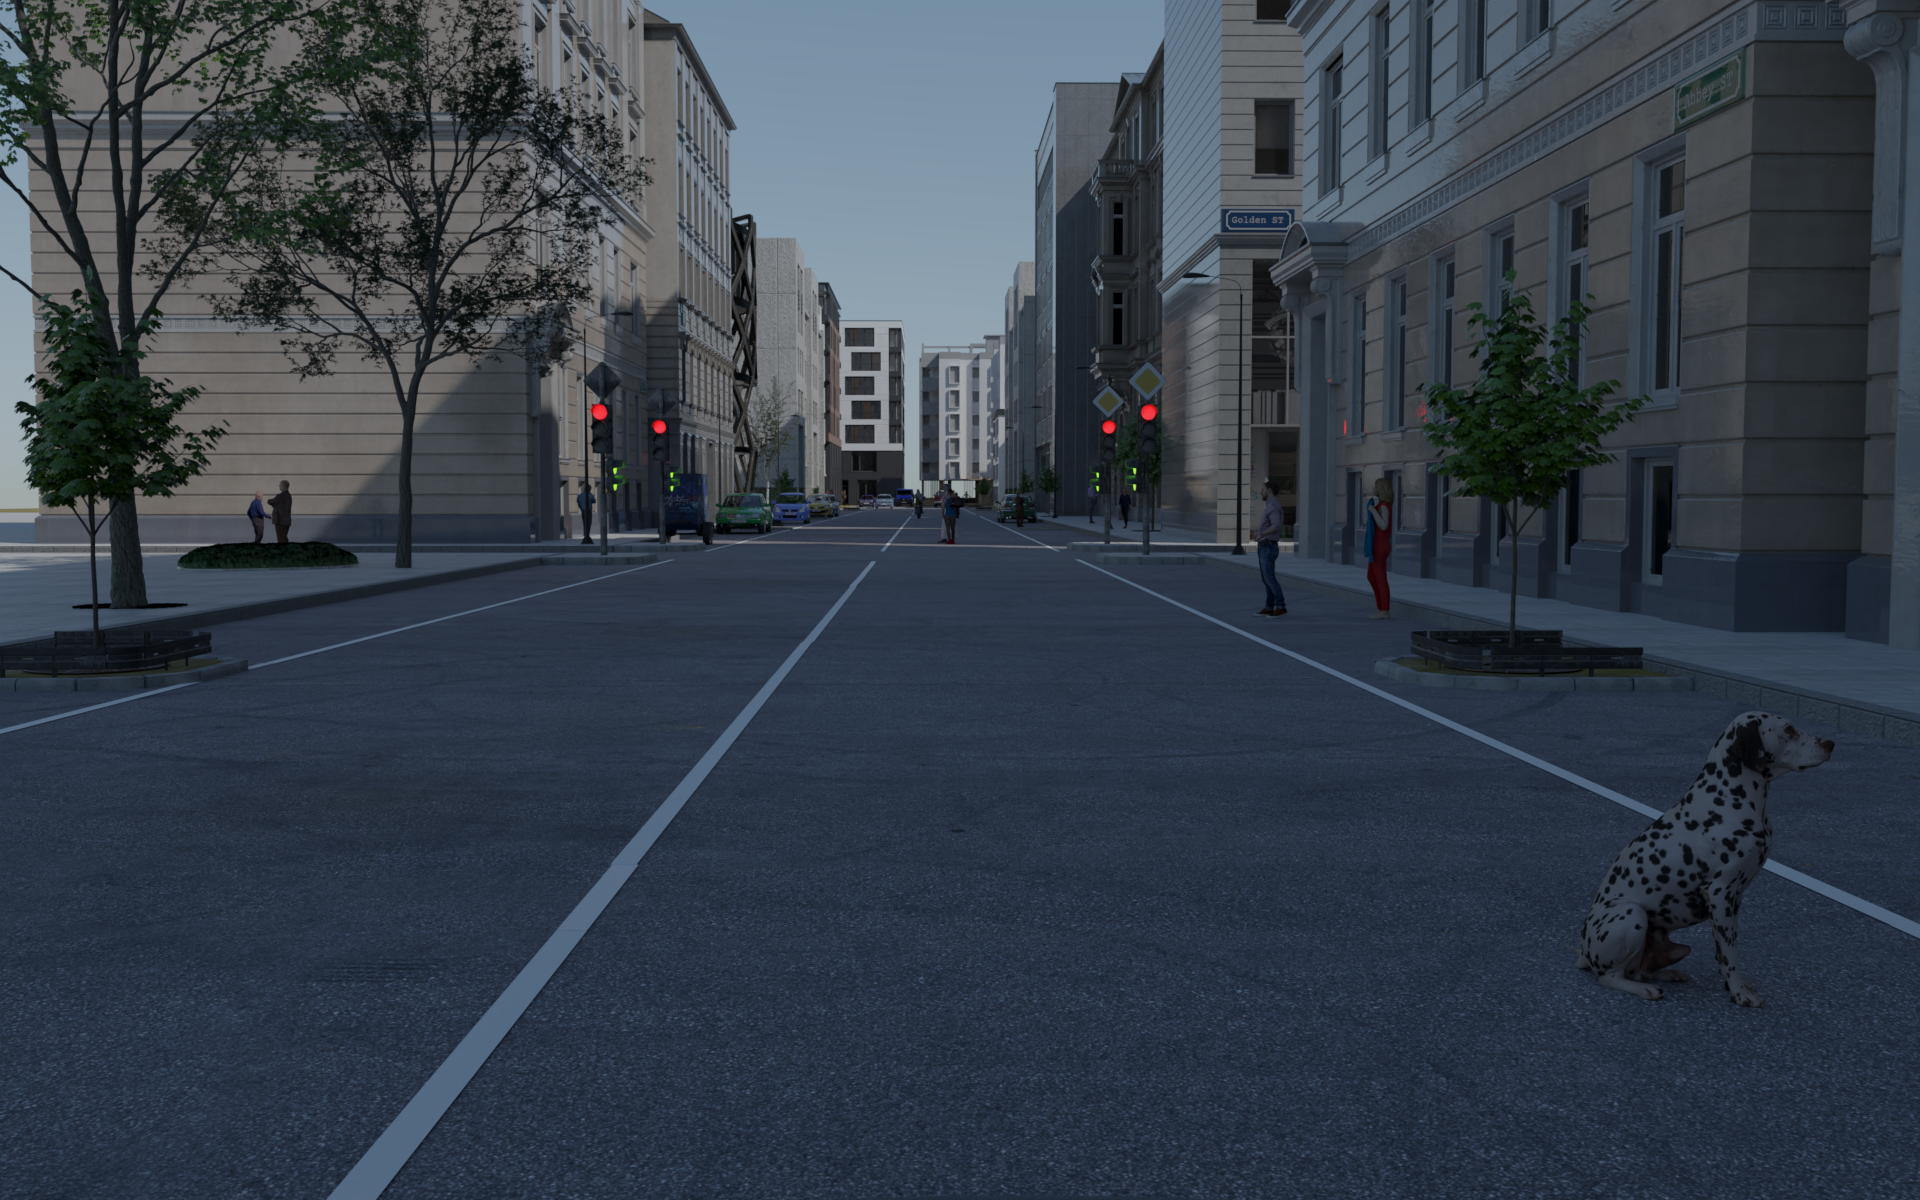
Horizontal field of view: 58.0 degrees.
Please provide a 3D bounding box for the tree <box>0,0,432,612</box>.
[{"bbox_3d":[-9.480,-5.719,19.262,9.928,11.665,9.643,0,3,0],"label":"tree"}]

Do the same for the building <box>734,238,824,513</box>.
[{"bbox_3d":[-19.975,-16.449,135.393,16.747,18.905,31.486,0,4,-1],"label":"building"}]

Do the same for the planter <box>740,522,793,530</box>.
[{"bbox_3d":[-7.757,-2.963,69.582,1.991,0.319,1.994,0,4,-1],"label":"planter"}]

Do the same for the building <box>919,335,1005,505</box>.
[{"bbox_3d":[0.713,-21.741,211.891,11.380,20.091,16.016,0,4,-1],"label":"building"}]

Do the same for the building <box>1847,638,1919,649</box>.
[{"bbox_3d":[14.263,-13.397,4.942,13.634,28.700,20.117,0,4,-1],"label":"building"}]

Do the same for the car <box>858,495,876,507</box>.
[{"bbox_3d":[-10.050,-10.749,188.321,1.945,1.354,3.894,0,4,1],"label":"car"}]

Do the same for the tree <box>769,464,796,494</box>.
[{"bbox_3d":[-11.293,-7.192,112.183,1.663,3.219,1.824,0,3,0],"label":"tree"}]

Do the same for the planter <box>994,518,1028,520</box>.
[{"bbox_3d":[2.881,-4.587,96.129,1.991,0.319,1.994,0,4,-1],"label":"planter"}]

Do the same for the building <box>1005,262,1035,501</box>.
[{"bbox_3d":[12.680,-16.762,140.519,16.747,18.905,31.486,0,4,-1],"label":"building"}]

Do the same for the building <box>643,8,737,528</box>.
[{"bbox_3d":[-15.233,-13.688,72.956,9.793,20.994,18.267,0,4,-1],"label":"building"}]

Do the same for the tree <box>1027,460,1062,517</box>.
[{"bbox_3d":[4.916,-6.328,98.060,1.663,3.219,1.824,0,3,0],"label":"tree"}]

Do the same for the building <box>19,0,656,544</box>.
[{"bbox_3d":[-17.494,-16.368,53.521,13.634,28.700,20.117,0,4,-1],"label":"building"}]

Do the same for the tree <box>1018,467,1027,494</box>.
[{"bbox_3d":[4.556,-7.837,122.731,1.663,3.219,1.824,0,3,0],"label":"tree"}]

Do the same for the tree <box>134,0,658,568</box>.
[{"bbox_3d":[-9.589,-5.812,29.433,8.767,10.594,7.601,-1,4,-17],"label":"tree"}]

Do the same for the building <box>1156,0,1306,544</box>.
[{"bbox_3d":[21.286,-16.643,49.599,29.804,29.767,11.434,0,4,-1],"label":"building"}]

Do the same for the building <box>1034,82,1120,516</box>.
[{"bbox_3d":[11.329,-17.848,109.831,12.078,24.808,19.932,0,4,-1],"label":"building"}]

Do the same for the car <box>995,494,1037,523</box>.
[{"bbox_3d":[2.857,-4.609,87.156,2.131,1.459,4.920,0,4,-2],"label":"car"}]

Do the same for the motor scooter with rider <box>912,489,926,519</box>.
[{"bbox_3d":[-2.388,-5.678,101.808,0.876,1.779,1.986,0,4,1],"label":"motor scooter with rider"}]

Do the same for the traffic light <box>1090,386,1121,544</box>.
[{"bbox_3d":[3.767,-3.375,44.422,0.839,4.213,0.868,0,4,-1],"label":"traffic light"}]

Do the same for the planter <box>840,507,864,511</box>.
[{"bbox_3d":[-9.111,-7.645,146.128,1.991,0.319,1.994,0,4,-1],"label":"planter"}]

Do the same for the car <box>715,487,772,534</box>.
[{"bbox_3d":[-7.905,-3.346,63.509,1.959,1.807,4.718,0,4,-2],"label":"car"}]

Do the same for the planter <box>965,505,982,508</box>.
[{"bbox_3d":[1.503,-9.336,173.791,1.991,0.319,1.994,0,4,-1],"label":"planter"}]

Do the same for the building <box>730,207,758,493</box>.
[{"bbox_3d":[-19.194,-13.640,90.463,16.820,18.784,16.811,0,4,-1],"label":"building"}]

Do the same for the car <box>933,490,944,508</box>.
[{"bbox_3d":[-1.736,-10.850,186.064,2.281,1.827,5.304,0,4,0],"label":"car"}]

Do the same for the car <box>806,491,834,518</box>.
[{"bbox_3d":[-8.587,-5.789,104.880,2.015,1.641,3.980,0,4,-1],"label":"car"}]

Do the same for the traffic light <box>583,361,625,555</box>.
[{"bbox_3d":[-7.450,-2.873,36.221,0.839,4.213,0.868,0,4,-1],"label":"traffic light"}]

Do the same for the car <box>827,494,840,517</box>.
[{"bbox_3d":[-8.689,-6.087,111.530,2.014,1.417,4.499,0,4,-3],"label":"car"}]

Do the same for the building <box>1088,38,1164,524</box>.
[{"bbox_3d":[13.524,-16.117,82.593,14.460,24.649,34.723,0,4,-1],"label":"building"}]

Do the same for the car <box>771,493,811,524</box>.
[{"bbox_3d":[-8.173,-4.560,84.152,1.945,1.707,3.694,0,4,-3],"label":"car"}]

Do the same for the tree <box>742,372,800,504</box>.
[{"bbox_3d":[-11.676,-9.448,104.839,4.360,8.622,3.978,0,3,0],"label":"tree"}]

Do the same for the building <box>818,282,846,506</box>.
[{"bbox_3d":[-29.185,-20.597,180.732,32.646,21.610,27.936,0,4,-1],"label":"building"}]

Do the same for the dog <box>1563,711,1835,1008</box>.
[{"bbox_3d":[2.067,0.716,5.124,0.513,0.831,0.800,-1,4,-20],"label":"dog"}]

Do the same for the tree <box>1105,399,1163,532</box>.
[{"bbox_3d":[6.719,-4.642,59.614,4.285,4.588,4.351,0,3,0],"label":"tree"}]

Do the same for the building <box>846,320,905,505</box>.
[{"bbox_3d":[-23.352,-22.832,217.274,32.646,21.610,27.936,0,4,-1],"label":"building"}]

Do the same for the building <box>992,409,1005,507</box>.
[{"bbox_3d":[8.213,-13.963,170.449,9.099,9.664,28.070,0,4,-1],"label":"building"}]

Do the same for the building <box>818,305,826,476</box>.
[{"bbox_3d":[-20.201,-18.369,156.747,16.016,20.091,11.380,0,4,-1],"label":"building"}]

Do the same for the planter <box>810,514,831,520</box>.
[{"bbox_3d":[-8.249,-4.661,97.347,1.991,0.319,1.994,0,4,-1],"label":"planter"}]

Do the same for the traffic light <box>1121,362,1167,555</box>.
[{"bbox_3d":[3.909,-2.886,36.438,0.839,4.213,0.868,0,4,-1],"label":"traffic light"}]

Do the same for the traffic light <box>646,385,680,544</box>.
[{"bbox_3d":[-7.592,-3.361,44.205,0.839,4.213,0.868,0,4,-1],"label":"traffic light"}]

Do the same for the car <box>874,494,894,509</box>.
[{"bbox_3d":[-7.478,-9.737,171.207,2.014,1.417,4.499,0,4,-1],"label":"car"}]
